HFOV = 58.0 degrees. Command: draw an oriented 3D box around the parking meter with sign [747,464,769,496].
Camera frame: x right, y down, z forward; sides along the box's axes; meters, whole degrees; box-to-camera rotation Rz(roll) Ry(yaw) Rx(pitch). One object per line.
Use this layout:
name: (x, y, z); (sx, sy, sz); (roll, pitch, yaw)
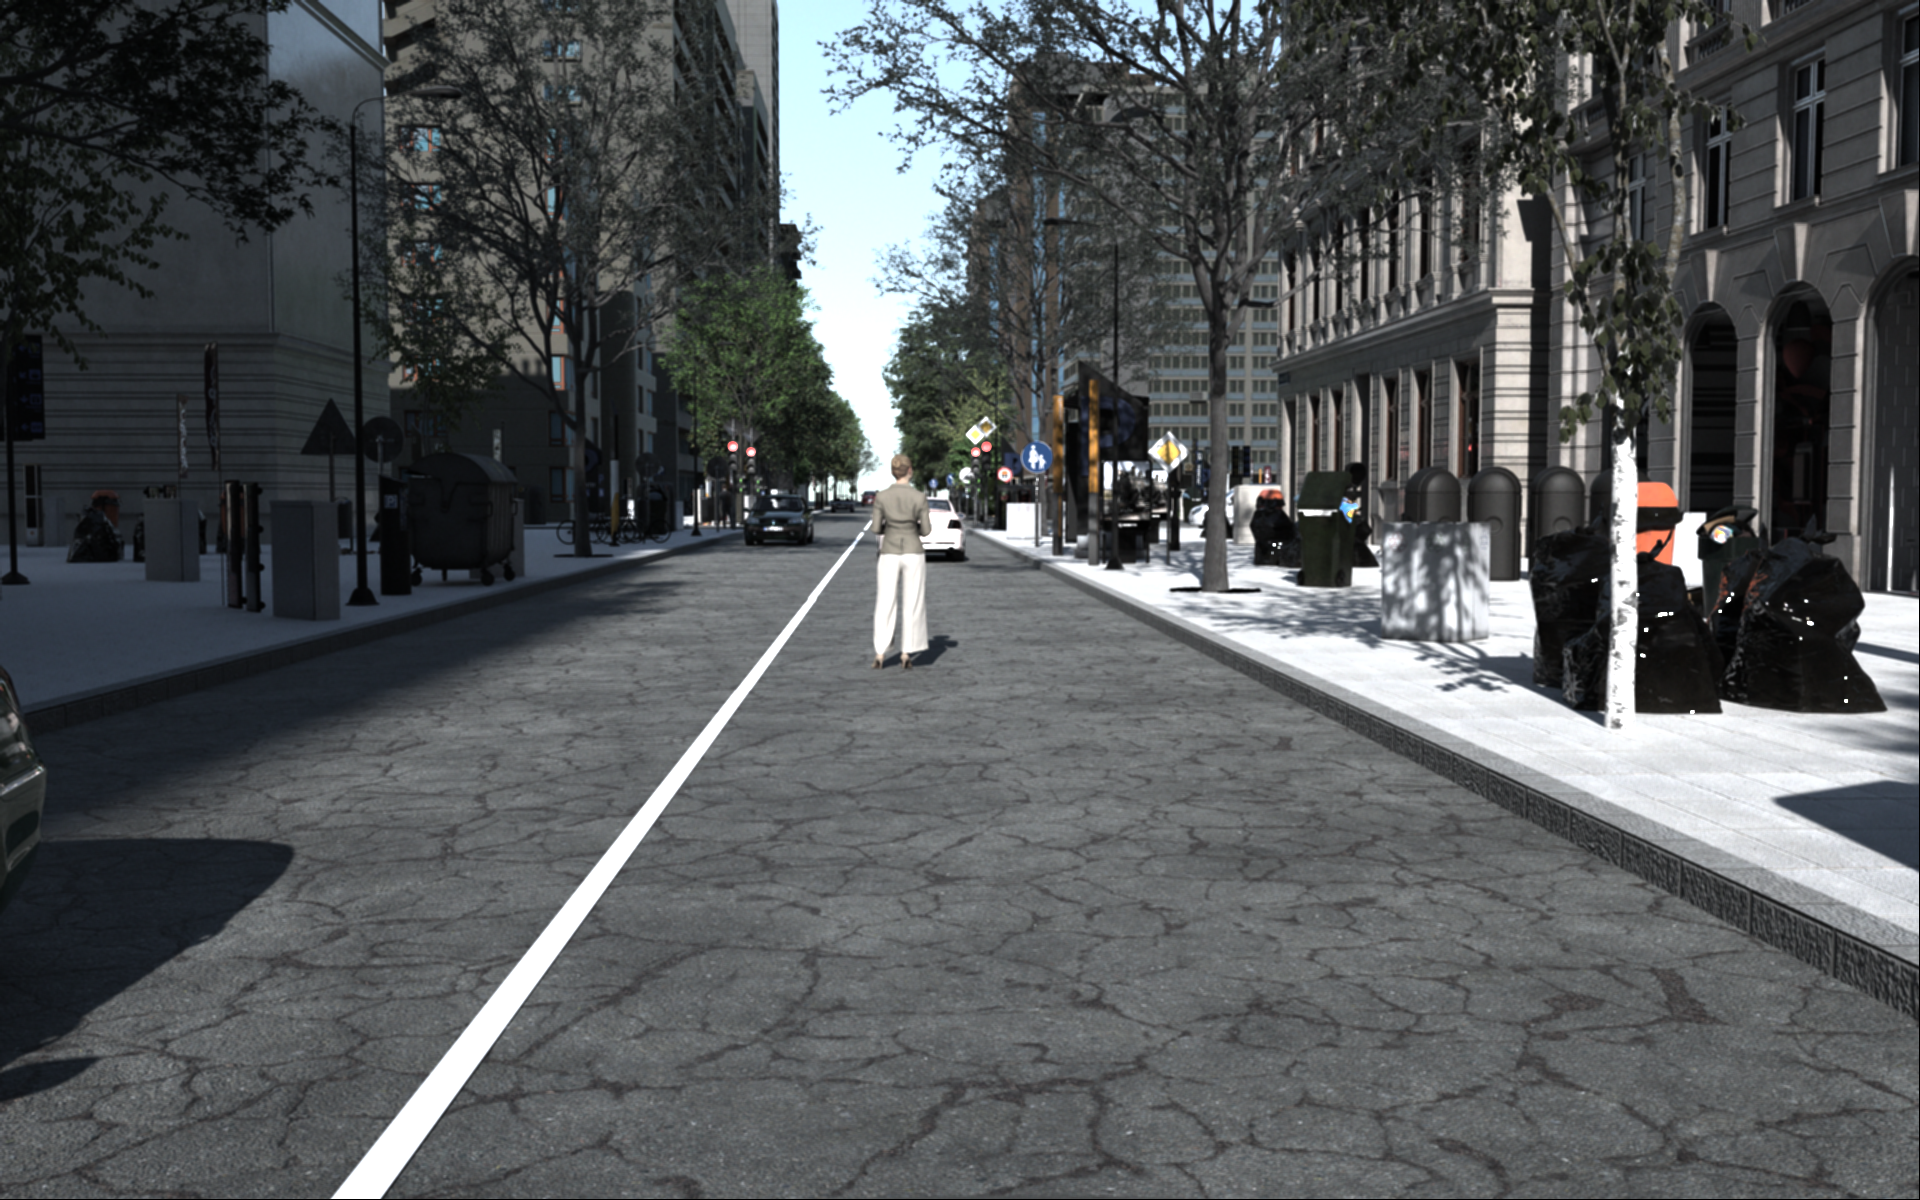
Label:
parking meter with sign: (-11.612, -6.173, 97.188); (1.738, 3.016, 0.543); (-1, 4, -15)

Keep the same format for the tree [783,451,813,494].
tree: (-14.250, -9.791, 143.788); (4.285, 4.588, 4.351); (0, 3, 0)

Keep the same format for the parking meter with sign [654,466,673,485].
parking meter with sign: (-18.321, -6.874, 108.656); (0.543, 3.016, 1.738); (1, 4, 20)

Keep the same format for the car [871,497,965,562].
car: (-0.900, -1.572, 38.060); (2.083, 1.381, 4.827); (0, 4, -3)

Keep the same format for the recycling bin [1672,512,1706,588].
recycling bin: (9.734, -0.690, 23.839); (0.722, 1.027, 0.722); (-2, 4, -28)

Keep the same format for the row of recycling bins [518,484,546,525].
row of recycling bins: (-18.078, -4.048, 73.297); (1.069, 1.692, 3.534); (-1, 4, -19)

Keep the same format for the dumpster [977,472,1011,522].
dumpster: (1.503, -4.584, 77.446); (1.502, 2.255, 1.985); (0, 4, -2)

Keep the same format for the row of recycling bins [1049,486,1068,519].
row of recycling bins: (5.570, -4.871, 86.752); (1.069, 1.692, 3.534); (-3, 5, -43)

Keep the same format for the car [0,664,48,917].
car: (-3.437, 0.542, 2.942); (2.131, 1.459, 4.920); (0, 4, -2)

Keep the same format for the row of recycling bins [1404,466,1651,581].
row of recycling bins: (8.436, -1.141, 25.765); (3.534, 1.692, 1.069); (1, 4, 9)

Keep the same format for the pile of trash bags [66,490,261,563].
pile of trash bags: (-15.294, -1.433, 33.177); (3.447, 1.369, 1.912); (0, 4, -3)

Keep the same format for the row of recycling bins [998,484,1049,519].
row of recycling bins: (2.468, -3.998, 72.478); (1.069, 1.692, 3.534); (2, 4, 25)

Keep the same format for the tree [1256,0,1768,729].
tree: (3.386, -3.602, 9.249); (4.360, 8.622, 3.978); (0, 3, 0)

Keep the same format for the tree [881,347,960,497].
tree: (-2.833, -21.516, 207.672); (12.611, 20.169, 13.585); (0, 3, 0)

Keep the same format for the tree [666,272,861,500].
tree: (-10.513, -10.550, 89.501); (9.611, 12.733, 9.660); (0, 3, 0)

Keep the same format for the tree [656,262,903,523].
tree: (-9.566, -9.190, 76.015); (9.928, 11.665, 9.643); (0, 3, 0)

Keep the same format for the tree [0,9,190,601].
tree: (-11.636, -4.310, 20.836); (4.737, 8.622, 4.395); (0, 3, 0)

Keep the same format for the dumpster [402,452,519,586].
dumpster: (-7.128, -1.163, 24.779); (1.264, 1.857, 1.865); (0, 4, -2)

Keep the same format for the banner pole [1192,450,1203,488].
banner pole: (11.945, -5.965, 87.548); (0.401, 3.779, 0.863); (-3, 5, -40)

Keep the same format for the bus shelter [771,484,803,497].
bus shelter: (-11.758, -7.411, 115.085); (2.014, 3.302, 5.546); (0, 4, -2)

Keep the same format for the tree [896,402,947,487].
tree: (-2.819, -15.633, 173.725); (7.486, 12.596, 7.792); (0, 3, 0)

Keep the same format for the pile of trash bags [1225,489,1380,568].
pile of trash bags: (6.173, -1.332, 31.537); (1.912, 1.369, 3.447); (-1, 4, -13)

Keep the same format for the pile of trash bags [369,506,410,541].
pile of trash bags: (-14.345, -2.266, 46.805); (3.447, 1.369, 1.912); (2, 4, 34)

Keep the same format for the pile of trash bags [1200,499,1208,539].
pile of trash bags: (7.918, -2.439, 49.627); (1.912, 1.369, 3.447); (0, 4, 4)

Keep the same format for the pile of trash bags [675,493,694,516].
pile of trash bags: (-16.659, -5.807, 104.704); (1.912, 1.369, 3.447); (1, 4, 15)

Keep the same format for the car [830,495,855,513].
car: (-9.027, -7.388, 133.375); (1.945, 1.354, 3.894); (0, 4, -2)

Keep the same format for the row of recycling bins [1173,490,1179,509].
row of recycling bins: (12.728, -6.493, 113.272); (3.534, 1.692, 1.069); (-2, 4, -29)

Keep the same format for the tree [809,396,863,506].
tree: (-14.091, -16.510, 188.062); (7.486, 12.596, 7.792); (0, 3, 0)

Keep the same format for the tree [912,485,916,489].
tree: (-2.521, -12.299, 184.794); (4.285, 4.588, 4.351); (0, 3, 0)

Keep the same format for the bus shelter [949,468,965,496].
bus shelter: (0.010, -9.958, 140.448); (2.179, 5.291, 8.768); (0, 4, -2)

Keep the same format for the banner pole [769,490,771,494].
banner pole: (-11.525, -7.031, 104.967); (0.401, 3.779, 0.863); (0, 4, -7)

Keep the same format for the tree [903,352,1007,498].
tree: (-0.158, -12.173, 124.782); (9.928, 11.665, 9.643); (0, 3, 0)

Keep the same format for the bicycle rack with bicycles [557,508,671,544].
bicycle rack with bicycles: (-9.047, -1.955, 45.352); (2.925, 0.926, 2.852); (-1, 4, -12)

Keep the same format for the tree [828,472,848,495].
tree: (-15.050, -16.252, 216.088); (4.737, 8.622, 4.395); (0, 3, 0)

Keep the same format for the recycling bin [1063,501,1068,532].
recycling bin: (3.984, -2.871, 59.493); (0.722, 1.027, 0.722); (2, 4, 23)

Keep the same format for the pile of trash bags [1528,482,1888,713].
pile of trash bags: (4.815, -0.116, 11.648); (1.912, 1.369, 3.447); (1, 4, 12)

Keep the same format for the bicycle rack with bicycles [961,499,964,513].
bicycle rack with bicycles: (0.457, -6.224, 115.149); (2.925, 0.926, 2.852); (0, 4, 7)

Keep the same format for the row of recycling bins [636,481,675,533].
row of recycling bins: (-10.194, -3.105, 57.877); (1.069, 1.692, 3.534); (0, 4, -1)

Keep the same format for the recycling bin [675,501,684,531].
recycling bin: (-10.130, -2.942, 60.651); (0.722, 1.027, 0.722); (1, 4, 11)

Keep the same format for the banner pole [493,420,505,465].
banner pole: (-15.633, -4.212, 58.883); (0.863, 3.779, 0.401); (3, 5, 43)

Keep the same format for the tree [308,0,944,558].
tree: (-7.820, -7.613, 34.851); (12.009, 13.543, 11.850); (0, 3, 0)

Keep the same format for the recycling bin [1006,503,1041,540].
recycling bin: (1.796, -2.222, 48.887); (0.722, 1.027, 0.722); (-3, 5, -41)

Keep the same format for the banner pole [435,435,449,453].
banner pole: (-21.713, -5.065, 72.834); (0.401, 3.779, 0.863); (3, 4, 37)

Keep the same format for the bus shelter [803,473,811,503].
bus shelter: (-12.580, -8.624, 134.927); (2.014, 3.302, 5.546); (0, 4, -2)

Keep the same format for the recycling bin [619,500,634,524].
recycling bin: (-14.510, -3.816, 74.952); (0.722, 1.027, 0.722); (-1, 4, -19)

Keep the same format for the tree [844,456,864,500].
tree: (-18.001, -20.568, 286.656); (4.360, 8.622, 3.978); (0, 3, 0)

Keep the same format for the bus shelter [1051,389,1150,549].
bus shelter: (3.347, -3.100, 41.973); (1.731, 3.624, 6.357); (0, 4, -2)

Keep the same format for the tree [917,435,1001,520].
tree: (0.864, -6.313, 86.938); (4.285, 4.588, 4.351); (0, 3, 0)

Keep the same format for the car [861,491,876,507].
car: (-10.198, -11.559, 197.654); (2.281, 1.827, 5.304); (0, 4, -2)

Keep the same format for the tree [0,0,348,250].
tree: (-7.914, -4.747, 12.023); (7.601, 10.594, 8.767); (0, 4, -3)

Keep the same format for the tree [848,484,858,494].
tree: (-18.143, -18.280, 293.479); (1.663, 3.219, 1.824); (0, 3, 0)

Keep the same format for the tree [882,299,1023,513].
tree: (-0.166, -12.515, 111.272); (9.857, 13.997, 8.962); (0, 3, 0)

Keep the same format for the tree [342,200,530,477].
tree: (-12.843, -5.646, 42.667); (4.737, 8.622, 4.395); (0, 3, 0)

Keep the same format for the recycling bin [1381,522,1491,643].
recycling bin: (4.215, -0.171, 15.345); (0.722, 1.027, 0.722); (3, 5, 41)

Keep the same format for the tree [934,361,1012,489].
tree: (0.915, -8.912, 96.076); (4.737, 8.622, 4.395); (0, 3, 0)

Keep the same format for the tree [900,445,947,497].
tree: (-3.903, -19.170, 230.429); (9.611, 12.733, 9.660); (0, 3, 0)

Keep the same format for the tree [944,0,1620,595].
tree: (3.384, -6.838, 22.166); (12.009, 13.543, 11.850); (0, 3, 0)
